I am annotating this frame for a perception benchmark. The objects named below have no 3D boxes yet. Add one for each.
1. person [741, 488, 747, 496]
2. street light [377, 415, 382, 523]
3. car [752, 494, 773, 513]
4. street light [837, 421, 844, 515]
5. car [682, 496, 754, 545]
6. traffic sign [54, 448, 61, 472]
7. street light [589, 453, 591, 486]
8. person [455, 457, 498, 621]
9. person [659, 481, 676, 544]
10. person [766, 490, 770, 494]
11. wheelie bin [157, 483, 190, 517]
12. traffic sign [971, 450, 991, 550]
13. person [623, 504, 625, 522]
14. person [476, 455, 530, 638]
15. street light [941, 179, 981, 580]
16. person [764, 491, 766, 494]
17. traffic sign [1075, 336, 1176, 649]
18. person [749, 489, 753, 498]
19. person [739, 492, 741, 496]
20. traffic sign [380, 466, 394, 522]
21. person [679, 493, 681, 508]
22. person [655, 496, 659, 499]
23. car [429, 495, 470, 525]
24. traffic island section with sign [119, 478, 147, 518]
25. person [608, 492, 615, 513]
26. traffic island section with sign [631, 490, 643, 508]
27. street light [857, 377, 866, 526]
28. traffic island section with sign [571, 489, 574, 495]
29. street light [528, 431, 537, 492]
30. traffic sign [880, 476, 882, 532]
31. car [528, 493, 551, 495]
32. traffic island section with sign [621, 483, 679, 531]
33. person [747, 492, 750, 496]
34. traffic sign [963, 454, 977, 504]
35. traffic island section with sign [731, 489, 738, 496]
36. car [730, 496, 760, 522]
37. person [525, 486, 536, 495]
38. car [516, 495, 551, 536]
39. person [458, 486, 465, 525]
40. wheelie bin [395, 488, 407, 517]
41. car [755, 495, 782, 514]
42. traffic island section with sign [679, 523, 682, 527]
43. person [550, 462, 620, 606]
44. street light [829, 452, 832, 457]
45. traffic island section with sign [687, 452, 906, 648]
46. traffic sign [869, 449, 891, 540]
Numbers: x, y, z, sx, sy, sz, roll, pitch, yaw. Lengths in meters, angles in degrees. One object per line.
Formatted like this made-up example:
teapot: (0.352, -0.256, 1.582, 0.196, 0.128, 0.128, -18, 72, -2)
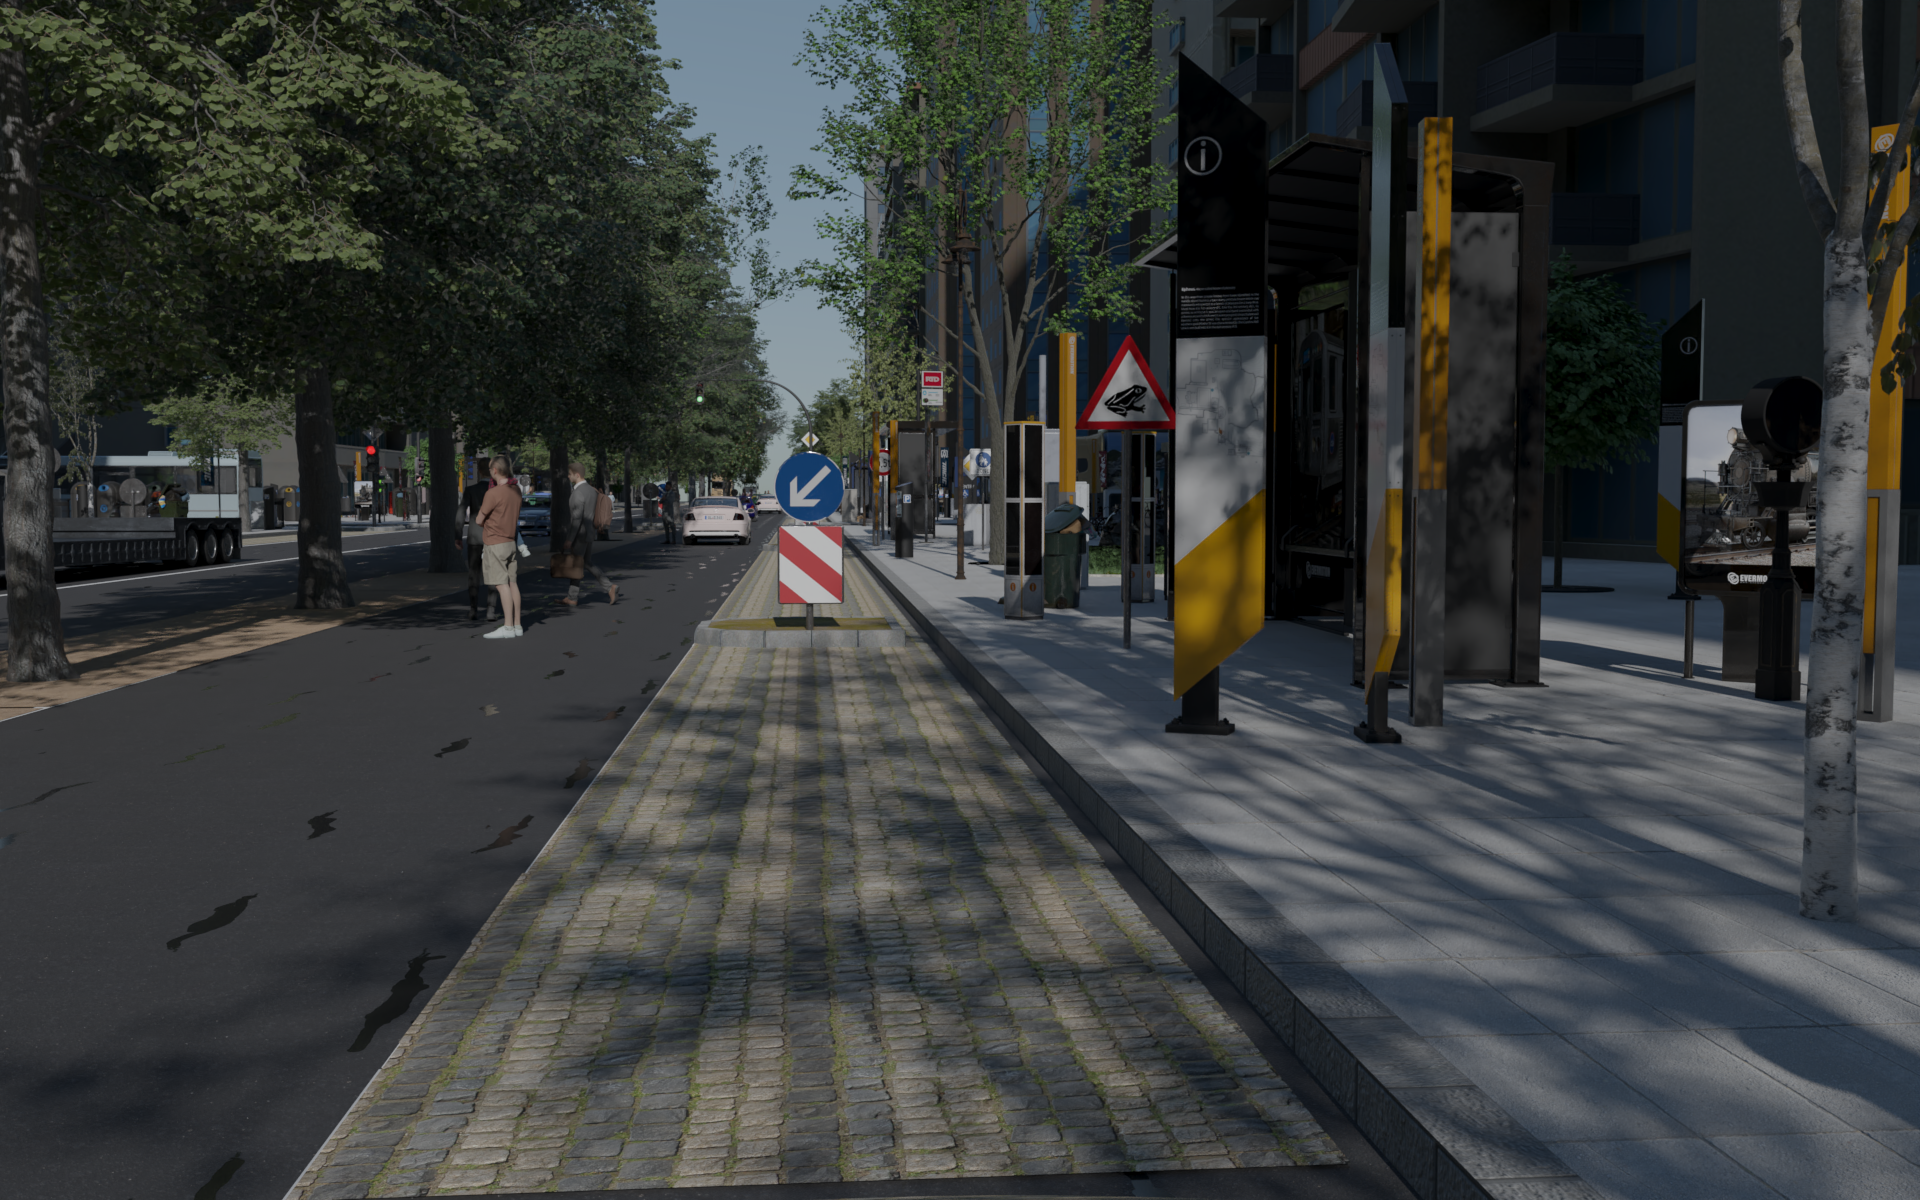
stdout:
person: (-14.537, -6.599, 116.408, 0.388, 1.821, 0.555, 2, 4, 24)
street light: (-25.687, -6.341, 76.469, 0.468, 5.910, 1.993, 0, 4, -5)
car: (-15.130, -7.300, 131.156, 2.131, 1.459, 4.920, 0, 4, -4)
street light: (-7.405, -8.260, 107.842, 0.468, 5.910, 1.993, 0, 4, -5)
car: (-6.973, -2.291, 49.819, 2.083, 1.381, 4.827, 0, 4, -6)
traffic sign: (-23.999, -2.776, 45.500, 0.768, 2.556, 0.104, 0, 4, -2)
street light: (-32.472, -10.977, 152.258, 0.468, 5.910, 1.993, 0, 4, -5)
person: (-5.402, -0.692, 19.595, 0.659, 1.850, 0.755, -1, 4, -21)
person: (-8.379, -2.496, 49.489, 0.511, 1.800, 0.466, 2, 4, 27)
person: (-19.388, -10.189, 175.181, 1.348, 1.812, 0.705, 0, 4, 4)
wheelie bin: (-23.140, -2.639, 51.059, 0.693, 1.594, 0.980, 1, 4, 12)
traffic sign: (0.523, -2.277, 39.365, 0.606, 2.300, 0.079, 0, 4, -5)
person: (-17.283, -4.708, 89.748, 0.394, 1.301, 0.425, -2, 4, -32)
person: (-4.602, -0.547, 17.425, 0.573, 1.828, 0.580, -2, 4, -33)
street light: (0.008, -3.245, 25.838, 0.468, 5.910, 1.993, 0, 4, -5)
person: (-22.687, -11.848, 202.227, 1.348, 1.822, 0.705, 3, 4, 38)
traffic sign: (1.386, -0.875, 14.306, 0.884, 2.594, 0.081, 0, 4, 2)
person: (-15.228, -7.174, 125.801, 0.388, 1.821, 0.555, -1, 4, -20)
person: (-38.807, -18.084, 304.892, 1.217, 1.735, 0.721, -3, 5, -39)
traffic sign: (-26.778, -4.923, 80.498, 0.884, 2.594, 0.081, 0, 4, -4)
person: (-29.386, -10.446, 180.768, 0.415, 1.643, 0.593, -3, 4, -37)
person: (-31.521, -10.513, 181.093, 0.721, 1.736, 1.217, -3, 5, -41)
car: (-23.954, -4.282, 82.367, 2.083, 1.381, 4.827, 0, 4, -6)
traffic island section with sign: (-20.621, -2.092, 42.832, 1.989, 1.847, 2.006, 0, 4, -5)
person: (-27.046, -7.580, 134.240, 0.589, 1.601, 0.330, 0, 4, -5)
traffic island section with sign: (-32.475, -10.180, 175.072, 1.989, 1.847, 2.006, 0, 4, -5)
street light: (-3.803, -5.864, 68.669, 0.468, 5.910, 1.993, 0, 4, -5)
traffic island section with sign: (-27.952, -7.092, 124.580, 1.989, 1.847, 2.006, 0, 4, -5)
street light: (-29.484, -8.989, 119.765, 0.468, 5.910, 1.993, 0, 4, -5)
traffic sign: (-2.652, -3.461, 58.714, 0.606, 2.300, 0.079, 0, 4, 4)
car: (-20.138, -4.468, 82.643, 1.945, 1.707, 3.694, 0, 4, -4)
traffic island section with sign: (-12.312, -3.700, 68.629, 2.006, 1.907, 1.989, 0, 4, -5)
person: (-31.393, -15.105, 256.168, 1.217, 1.736, 0.721, -3, 5, -44)
traffic sign: (0.326, -2.790, 46.807, 0.795, 2.450, 0.064, 0, 4, -4)
traffic island section with sign: (-19.675, -8.729, 150.847, 2.006, 1.907, 1.989, 0, 4, -5)
car: (-11.412, -4.738, 90.039, 1.945, 1.354, 3.894, 0, 4, -5)
person: (-19.419, -4.277, 78.673, 0.600, 1.795, 0.529, 3, 4, 38)
car: (-14.810, -2.953, 60.291, 2.014, 1.417, 4.499, 0, 4, -7)
person: (-22.962, -4.314, 79.137, 0.767, 1.812, 0.694, 3, 5, 42)
wheelie bin: (-30.786, -5.359, 95.532, 0.693, 1.594, 0.980, -3, 4, -38)
car: (-13.794, -6.901, 125.185, 2.083, 1.381, 4.827, 0, 4, -5)
traffic island section with sign: (-12.963, -4.151, 76.007, 2.006, 1.907, 1.989, 0, 4, -5)
person: (-4.779, -0.832, 22.066, 0.822, 1.834, 0.622, 0, 4, -3)
street light: (-11.232, -10.929, 151.482, 0.468, 5.910, 1.993, 0, 4, -5)
traffic island section with sign: (-1.582, -0.512, 16.997, 1.989, 1.847, 2.006, 0, 4, -5)
traffic sign: (-2.158, -2.969, 48.645, 0.768, 2.556, 0.104, 0, 4, -1)
